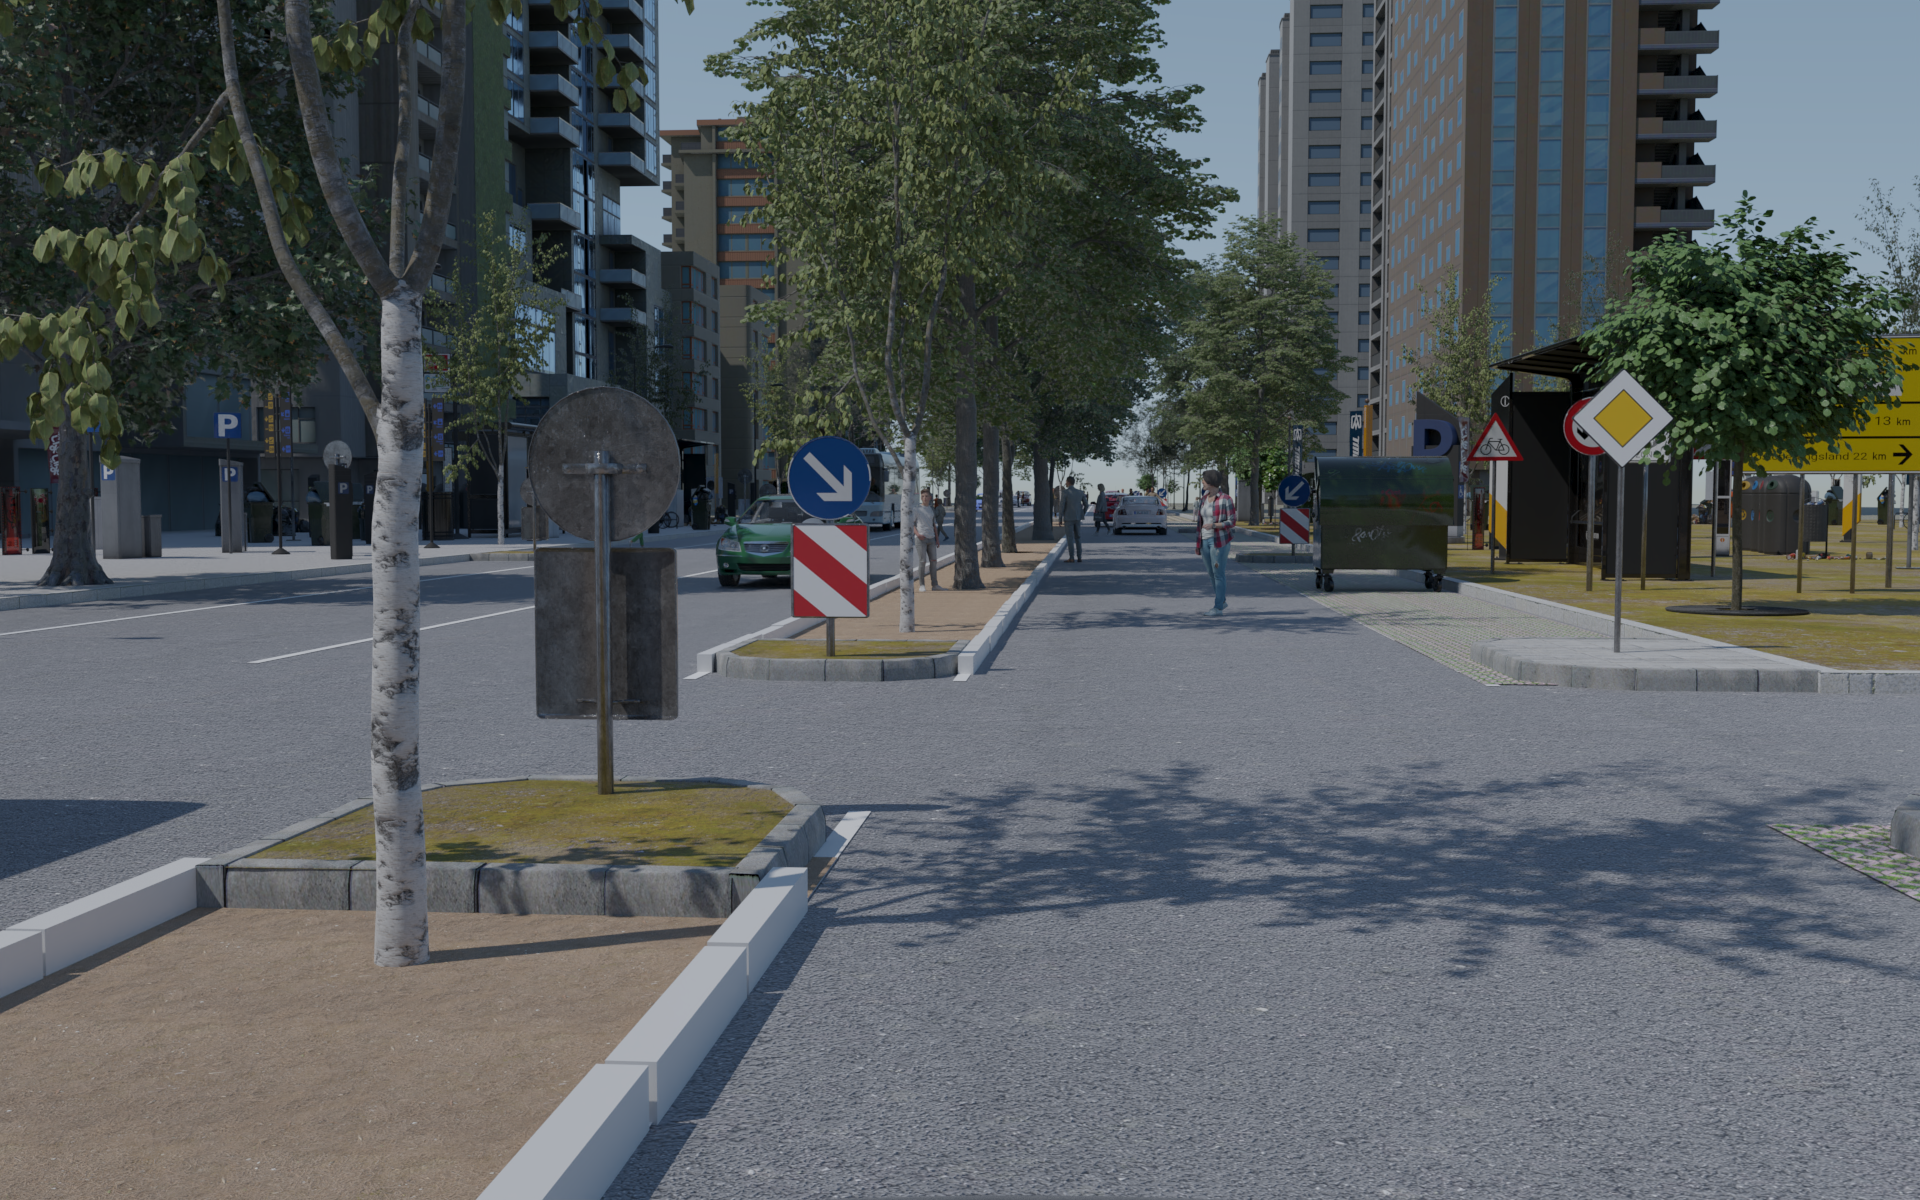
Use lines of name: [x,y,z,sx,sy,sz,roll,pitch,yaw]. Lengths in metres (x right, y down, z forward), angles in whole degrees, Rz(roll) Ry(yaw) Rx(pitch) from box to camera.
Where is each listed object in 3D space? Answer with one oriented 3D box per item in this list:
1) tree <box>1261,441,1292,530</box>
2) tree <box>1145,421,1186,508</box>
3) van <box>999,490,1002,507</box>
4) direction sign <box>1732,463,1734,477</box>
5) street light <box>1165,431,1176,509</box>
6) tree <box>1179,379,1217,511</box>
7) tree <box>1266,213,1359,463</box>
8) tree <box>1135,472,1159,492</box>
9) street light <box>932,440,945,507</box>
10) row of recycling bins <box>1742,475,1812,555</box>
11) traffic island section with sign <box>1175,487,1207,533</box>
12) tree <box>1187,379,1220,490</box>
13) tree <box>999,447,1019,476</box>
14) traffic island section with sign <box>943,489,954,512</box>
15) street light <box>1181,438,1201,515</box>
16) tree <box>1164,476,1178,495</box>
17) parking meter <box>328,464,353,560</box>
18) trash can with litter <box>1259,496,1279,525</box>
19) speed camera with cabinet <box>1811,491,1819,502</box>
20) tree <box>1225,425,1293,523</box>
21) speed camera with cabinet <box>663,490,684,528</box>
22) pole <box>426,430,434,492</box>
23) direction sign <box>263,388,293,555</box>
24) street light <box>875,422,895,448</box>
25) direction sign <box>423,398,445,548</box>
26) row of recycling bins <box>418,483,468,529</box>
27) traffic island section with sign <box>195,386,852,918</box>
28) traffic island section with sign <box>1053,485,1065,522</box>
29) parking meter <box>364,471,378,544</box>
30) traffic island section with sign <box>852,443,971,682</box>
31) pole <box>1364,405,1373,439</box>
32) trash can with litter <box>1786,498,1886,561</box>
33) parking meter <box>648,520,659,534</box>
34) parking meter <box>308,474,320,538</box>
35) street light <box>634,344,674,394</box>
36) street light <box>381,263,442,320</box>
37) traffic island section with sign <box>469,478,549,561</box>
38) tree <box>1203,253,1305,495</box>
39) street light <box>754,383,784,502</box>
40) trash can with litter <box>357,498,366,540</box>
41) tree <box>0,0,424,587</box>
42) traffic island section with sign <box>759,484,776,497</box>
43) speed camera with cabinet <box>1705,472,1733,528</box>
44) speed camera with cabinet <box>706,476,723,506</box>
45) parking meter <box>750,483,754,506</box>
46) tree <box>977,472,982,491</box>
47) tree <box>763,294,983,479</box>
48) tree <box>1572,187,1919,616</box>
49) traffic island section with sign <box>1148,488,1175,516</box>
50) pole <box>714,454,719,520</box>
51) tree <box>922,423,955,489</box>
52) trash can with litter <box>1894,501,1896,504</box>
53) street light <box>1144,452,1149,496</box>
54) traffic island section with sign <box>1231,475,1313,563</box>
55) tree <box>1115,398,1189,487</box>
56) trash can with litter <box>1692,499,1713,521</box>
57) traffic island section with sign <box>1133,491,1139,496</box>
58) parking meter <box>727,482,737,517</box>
tree: [11.387,-4.168,62.741,1.663,3.219,1.824,0,3,0]
tree: [19.210,-12.840,160.303,4.360,8.622,3.978,0,3,0]
van: [3.411,-9.281,158.753,2.013,2.044,4.112,0,4,6]
direction sign: [34.309,-5.247,77.783,0.876,3.537,0.379,1,4,17]
street light: [15.898,-9.454,127.110,1.470,5.913,1.316,0,4,5]
tree: [17.939,-12.239,134.524,7.601,10.594,8.767,1,4,15]
tree: [12.356,-9.296,70.114,7.486,12.596,7.792,0,3,0]
tree: [25.676,-15.458,236.448,4.285,4.588,4.351,0,3,0]
street light: [-1.809,-10.845,149.857,1.470,5.913,1.316,0,4,5]
row of recycling bins: [17.884,-1.894,38.078,1.069,1.692,3.534,1,4,12]
traffic island section with sign: [9.053,-3.371,63.745,1.989,1.847,2.006,0,4,5]
tree: [14.979,-9.234,101.345,4.737,8.622,4.395,0,3,0]
tree: [3.835,-20.307,242.394,12.009,13.543,11.850,0,3,0]
traffic island section with sign: [-1.024,-8.151,141.891,1.989,1.847,2.006,0,4,5]
street light: [14.437,-8.285,107.995,1.470,5.913,1.316,0,4,5]
tree: [22.179,-11.404,181.053,1.663,3.219,1.824,0,3,0]
parking meter: [-12.132,-1.728,33.963,0.255,1.863,0.399,3,5,42]
trash can with litter: [13.002,-3.801,73.210,1.678,1.210,2.233,1,4,15]
speed camera with cabinet: [39.125,-5.312,81.183,2.038,3.252,0.660,2,4,33]
tree: [13.473,-5.717,77.183,4.285,4.588,4.351,0,3,0]
speed camera with cabinet: [-11.263,-4.442,66.964,0.660,3.252,2.038,0,4,8]
pole: [-16.787,-3.732,54.860,0.158,3.312,0.155,0,3,0]
direction sign: [-14.448,-2.737,36.742,0.876,3.537,0.379,2,4,31]
street light: [-4.873,-8.484,111.261,1.470,5.913,1.316,0,4,5]
direction sign: [-12.520,-2.994,40.956,0.876,3.537,0.379,2,4,26]
row of recycling bins: [-18.569,-3.472,63.876,3.534,1.692,1.069,-3,4,-37]
traffic island section with sign: [-1.574,0.081,6.815,2.006,1.907,1.989,0,4,5]
traffic island section with sign: [5.112,-4.951,89.090,2.006,1.907,1.989,0,4,5]
parking meter: [-15.059,-2.368,44.434,0.399,1.863,0.255,1,4,21]
traffic island section with sign: [-0.965,-0.371,14.197,2.006,1.907,1.989,0,4,5]
pole: [9.362,-2.811,39.798,0.158,3.312,0.155,0,3,0]
trash can with litter: [17.199,-1.402,33.979,2.233,1.210,1.678,0,4,6]
parking meter: [-9.981,-2.934,56.385,0.372,1.533,0.369,0,3,0]
parking meter: [-19.087,-2.783,51.212,0.255,1.863,0.399,0,4,-3]
street light: [-9.579,-4.978,53.931,1.470,5.913,1.316,0,4,5]
street light: [-11.106,-3.819,34.980,1.470,5.913,1.316,0,4,5]
traffic island section with sign: [-9.468,-1.796,37.985,1.989,1.847,2.006,0,4,5]
tree: [14.005,-11.283,91.137,9.857,13.997,8.962,0,3,0]
street light: [-8.089,-6.137,72.886,1.470,5.913,1.316,0,4,5]
trash can with litter: [-16.050,-2.224,47.744,1.055,1.170,0.624,-1,4,-20]
tree: [-12.472,-6.561,24.287,9.611,12.733,9.660,0,3,0]
traffic island section with sign: [-7.260,-3.452,65.076,1.989,1.847,2.006,0,4,5]
speed camera with cabinet: [29.464,-4.400,66.270,2.038,3.252,0.660,-2,4,-26]
speed camera with cabinet: [-13.338,-5.867,90.260,2.038,3.252,0.660,2,4,31]
parking meter: [-10.560,-5.048,88.250,0.255,1.863,0.399,-1,4,-12]
tree: [0.962,-13.551,205.273,4.285,4.588,4.351,0,3,0]
tree: [-6.812,-11.732,102.193,12.009,13.543,11.850,0,3,0]
tree: [8.456,-2.146,18.801,4.285,4.588,4.351,0,3,0]
traffic island section with sign: [13.102,-6.413,113.479,1.989,1.847,2.006,0,4,5]
pole: [-12.250,-5.705,87.117,0.158,3.312,0.155,0,3,0]
tree: [-2.076,-13.223,166.558,4.360,8.622,3.978,0,3,0]
trash can with litter: [45.523,-4.496,84.903,0.624,1.170,1.055,2,4,30]
street light: [21.063,-13.279,189.646,1.470,5.913,1.316,0,4,5]
traffic island section with sign: [6.851,-1.706,36.513,1.989,1.847,2.006,0,4,5]
tree: [23.895,-18.620,214.802,12.009,13.543,11.850,0,3,0]
trash can with litter: [35.576,-4.384,83.066,1.055,1.170,0.624,0,4,2]
traffic island section with sign: [15.311,-8.075,140.648,1.989,1.847,2.006,0,4,5]
parking meter: [-10.940,-4.736,83.140,0.399,1.863,0.255,0,4,4]
